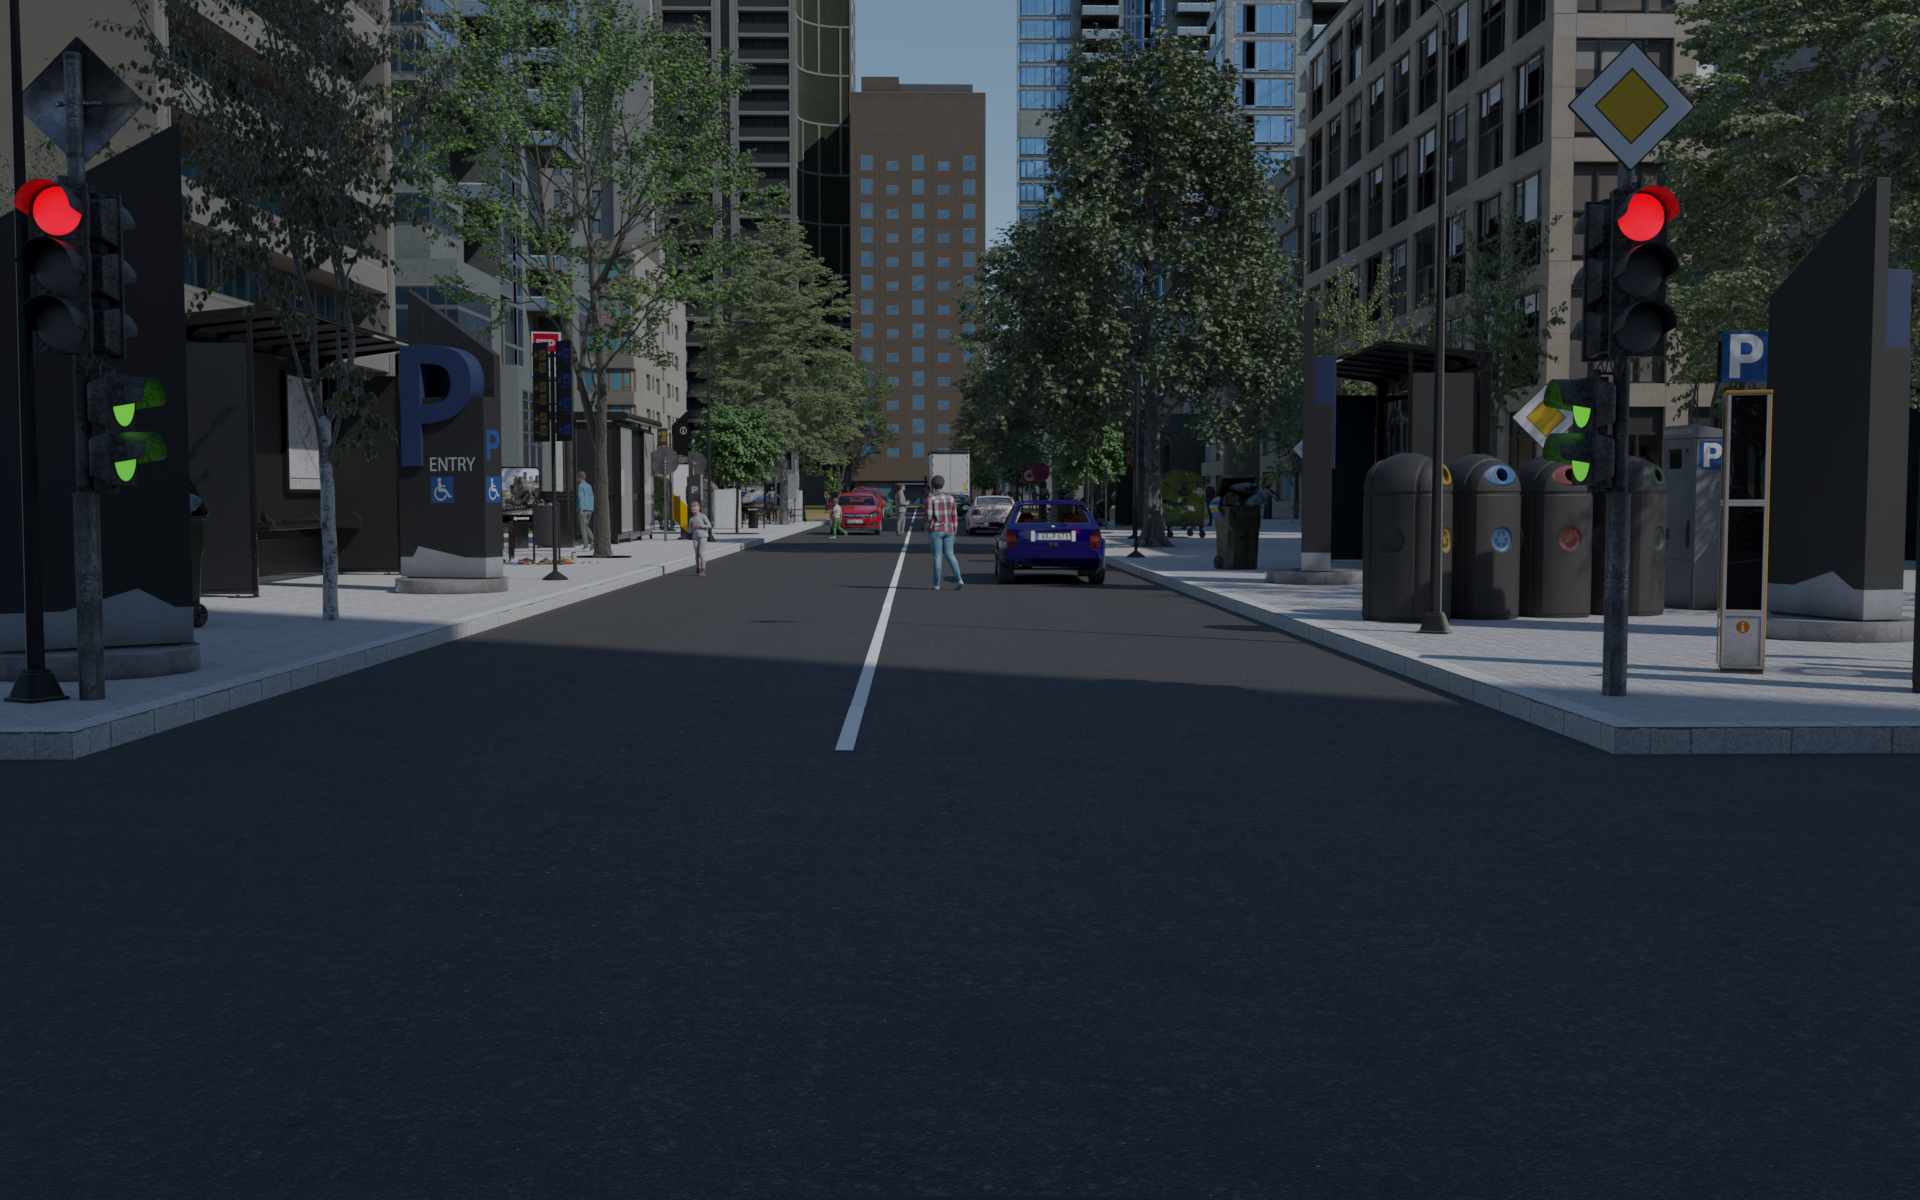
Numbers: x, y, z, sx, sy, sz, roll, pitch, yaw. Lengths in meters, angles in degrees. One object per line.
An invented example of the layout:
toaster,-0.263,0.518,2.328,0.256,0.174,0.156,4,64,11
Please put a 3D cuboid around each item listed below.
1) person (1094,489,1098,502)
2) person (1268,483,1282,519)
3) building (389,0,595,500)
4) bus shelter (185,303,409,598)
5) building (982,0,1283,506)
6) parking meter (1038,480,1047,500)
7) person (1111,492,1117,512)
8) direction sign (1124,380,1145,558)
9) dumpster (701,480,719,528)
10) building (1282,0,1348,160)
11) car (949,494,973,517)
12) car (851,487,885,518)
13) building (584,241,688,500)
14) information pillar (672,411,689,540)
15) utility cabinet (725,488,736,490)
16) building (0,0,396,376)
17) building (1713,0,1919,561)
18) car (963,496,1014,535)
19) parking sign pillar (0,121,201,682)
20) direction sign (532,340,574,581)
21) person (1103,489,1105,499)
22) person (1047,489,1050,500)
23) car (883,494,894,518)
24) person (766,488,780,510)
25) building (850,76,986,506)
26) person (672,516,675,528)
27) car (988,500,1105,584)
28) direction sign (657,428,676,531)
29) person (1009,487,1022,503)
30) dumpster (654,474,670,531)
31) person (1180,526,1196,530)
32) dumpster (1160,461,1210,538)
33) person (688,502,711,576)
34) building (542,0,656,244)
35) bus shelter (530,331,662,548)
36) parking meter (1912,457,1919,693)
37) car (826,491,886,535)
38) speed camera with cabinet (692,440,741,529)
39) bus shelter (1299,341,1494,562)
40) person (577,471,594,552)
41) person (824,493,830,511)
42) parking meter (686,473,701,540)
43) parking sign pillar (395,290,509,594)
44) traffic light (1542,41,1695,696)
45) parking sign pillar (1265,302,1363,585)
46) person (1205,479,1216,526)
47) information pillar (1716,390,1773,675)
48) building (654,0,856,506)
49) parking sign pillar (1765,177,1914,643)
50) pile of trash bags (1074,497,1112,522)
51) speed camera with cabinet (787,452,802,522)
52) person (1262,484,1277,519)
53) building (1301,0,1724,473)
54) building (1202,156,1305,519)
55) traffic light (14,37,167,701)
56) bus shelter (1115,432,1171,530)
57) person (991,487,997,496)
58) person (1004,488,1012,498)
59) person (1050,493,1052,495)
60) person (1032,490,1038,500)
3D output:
person,6.500,-4.873,85.888,0.661,1.801,0.590,3,5,40
person,15.983,-5.120,89.690,1.348,1.831,0.705,0,4,6
building,-33.494,-48.103,99.158,22.319,86.520,31.000,0,4,-1
bus shelter,-9.276,-2.024,24.380,1.731,3.624,6.357,0,4,-1
building,17.928,-53.881,193.628,31.000,86.520,22.319,0,4,-1
parking meter,3.320,-3.913,69.686,0.255,1.863,0.399,-1,4,-12
person,8.427,-5.196,91.933,0.756,1.711,0.436,1,4,14
direction sign,3.566,-2.631,35.016,0.379,3.537,0.876,0,4,5
dumpster,-9.854,-3.662,65.636,1.264,1.857,1.865,0,4,-1
building,27.183,-50.081,131.497,22.319,86.520,31.000,0,4,-1
car,-0.232,-5.201,96.830,2.131,1.459,4.920,0,4,1
car,-5.479,-5.600,100.236,2.281,1.827,5.304,0,4,0
building,-37.361,-17.640,133.452,28.899,21.520,27.650,0,4,-1
information pillar,-7.865,-3.513,48.785,0.504,3.616,0.183,-2,4,-35
utility cabinet,-8.981,-3.618,67.825,0.318,1.500,1.173,-1,4,-17
building,-32.486,-26.444,56.054,21.300,48.544,21.600,0,4,-1
building,26.672,-10.134,33.143,16.811,18.784,16.820,0,4,-1
car,1.167,-3.024,61.799,2.083,1.381,4.827,0,4,-2
parking sign pillar,-6.264,-1.462,12.382,1.447,3.967,1.447,-3,4,-39
direction sign,-6.045,-2.065,25.766,0.876,3.537,0.379,3,4,37
person,12.149,-8.536,146.404,0.445,1.727,0.742,0,4,-1
person,3.964,-4.599,81.077,0.661,1.843,0.795,-3,5,-40
car,-5.089,-5.773,106.181,2.131,1.459,4.920,0,4,0
person,-15.195,-8.189,140.009,1.350,1.814,0.705,-1,4,-22
building,-4.556,-32.991,189.511,14.200,45.320,14.600,0,4,-1
person,-11.001,-3.655,66.385,0.593,1.750,0.643,2,4,24
car,1.459,-1.006,29.027,1.945,1.354,3.894,0,3,0
direction sign,-9.953,-4.132,59.551,0.876,3.537,0.379,-1,4,-16
person,3.443,-6.161,107.323,0.990,1.755,0.434,0,4,-4
dumpster,-10.981,-3.612,61.542,1.502,2.255,1.985,0,4,-1
person,8.171,-3.418,62.326,0.834,1.777,0.661,-2,4,-33
dumpster,6.525,-2.986,51.308,1.502,2.255,1.985,0,4,-1
person,-4.564,-1.072,30.306,0.425,1.301,0.394,0,4,4
building,-46.567,-39.757,192.026,28.212,58.520,21.231,0,4,-1
bus shelter,-9.528,-4.142,45.354,2.179,5.291,8.768,0,4,-1
parking meter,6.364,-0.334,11.177,0.399,1.863,0.255,-3,5,-44
car,-3.722,-3.256,62.281,2.155,1.783,4.494,0,4,-2
speed camera with cabinet,-9.029,-4.210,63.174,2.038,3.252,0.660,-1,4,-8
bus shelter,7.326,-2.349,29.685,1.731,3.624,6.357,0,4,-1
person,-8.329,-1.967,38.540,0.444,1.785,0.601,2,4,27
person,-9.849,-7.478,129.015,0.721,1.736,1.217,1,4,14
parking meter,-7.427,-2.601,48.245,0.399,1.863,0.255,-1,4,-17
parking sign pillar,-6.690,-2.094,22.709,1.447,3.967,1.447,1,4,17
traffic light,4.154,-1.346,10.932,0.839,4.253,0.868,0,4,-1
parking sign pillar,5.151,-2.233,24.988,1.447,3.967,1.447,1,4,11
person,9.947,-3.919,69.481,0.474,1.900,0.648,2,4,34
information pillar,5.621,-0.485,12.422,0.304,2.012,0.304,1,4,20
building,-22.151,-46.083,191.709,20.611,71.187,20.563,0,4,-1
parking sign pillar,7.831,-1.653,15.502,1.447,3.967,1.447,-1,4,-14
pile of trash bags,6.610,-4.338,80.674,3.447,1.369,1.912,2,4,33
speed camera with cabinet,-7.624,-5.190,79.197,0.660,3.252,2.038,0,4,2
person,15.686,-5.032,88.395,0.705,1.814,1.350,-2,4,-29
building,27.125,-16.212,69.585,19.350,26.468,34.151,0,4,-1
building,30.641,-15.818,103.658,27.650,21.520,28.899,0,4,-1
traffic light,-5.404,-1.332,10.701,0.839,4.253,0.868,0,4,-1
bus shelter,6.578,-4.458,64.168,1.731,3.624,6.357,0,4,-1
person,2.736,-7.947,135.916,0.705,1.831,1.348,-2,4,-32
person,3.650,-7.235,124.851,1.217,1.766,0.721,-1,4,-22
person,8.700,-9.366,159.898,1.217,1.735,0.721,-2,4,-29
person,5.784,-7.738,133.483,0.541,1.710,0.530,2,4,32
